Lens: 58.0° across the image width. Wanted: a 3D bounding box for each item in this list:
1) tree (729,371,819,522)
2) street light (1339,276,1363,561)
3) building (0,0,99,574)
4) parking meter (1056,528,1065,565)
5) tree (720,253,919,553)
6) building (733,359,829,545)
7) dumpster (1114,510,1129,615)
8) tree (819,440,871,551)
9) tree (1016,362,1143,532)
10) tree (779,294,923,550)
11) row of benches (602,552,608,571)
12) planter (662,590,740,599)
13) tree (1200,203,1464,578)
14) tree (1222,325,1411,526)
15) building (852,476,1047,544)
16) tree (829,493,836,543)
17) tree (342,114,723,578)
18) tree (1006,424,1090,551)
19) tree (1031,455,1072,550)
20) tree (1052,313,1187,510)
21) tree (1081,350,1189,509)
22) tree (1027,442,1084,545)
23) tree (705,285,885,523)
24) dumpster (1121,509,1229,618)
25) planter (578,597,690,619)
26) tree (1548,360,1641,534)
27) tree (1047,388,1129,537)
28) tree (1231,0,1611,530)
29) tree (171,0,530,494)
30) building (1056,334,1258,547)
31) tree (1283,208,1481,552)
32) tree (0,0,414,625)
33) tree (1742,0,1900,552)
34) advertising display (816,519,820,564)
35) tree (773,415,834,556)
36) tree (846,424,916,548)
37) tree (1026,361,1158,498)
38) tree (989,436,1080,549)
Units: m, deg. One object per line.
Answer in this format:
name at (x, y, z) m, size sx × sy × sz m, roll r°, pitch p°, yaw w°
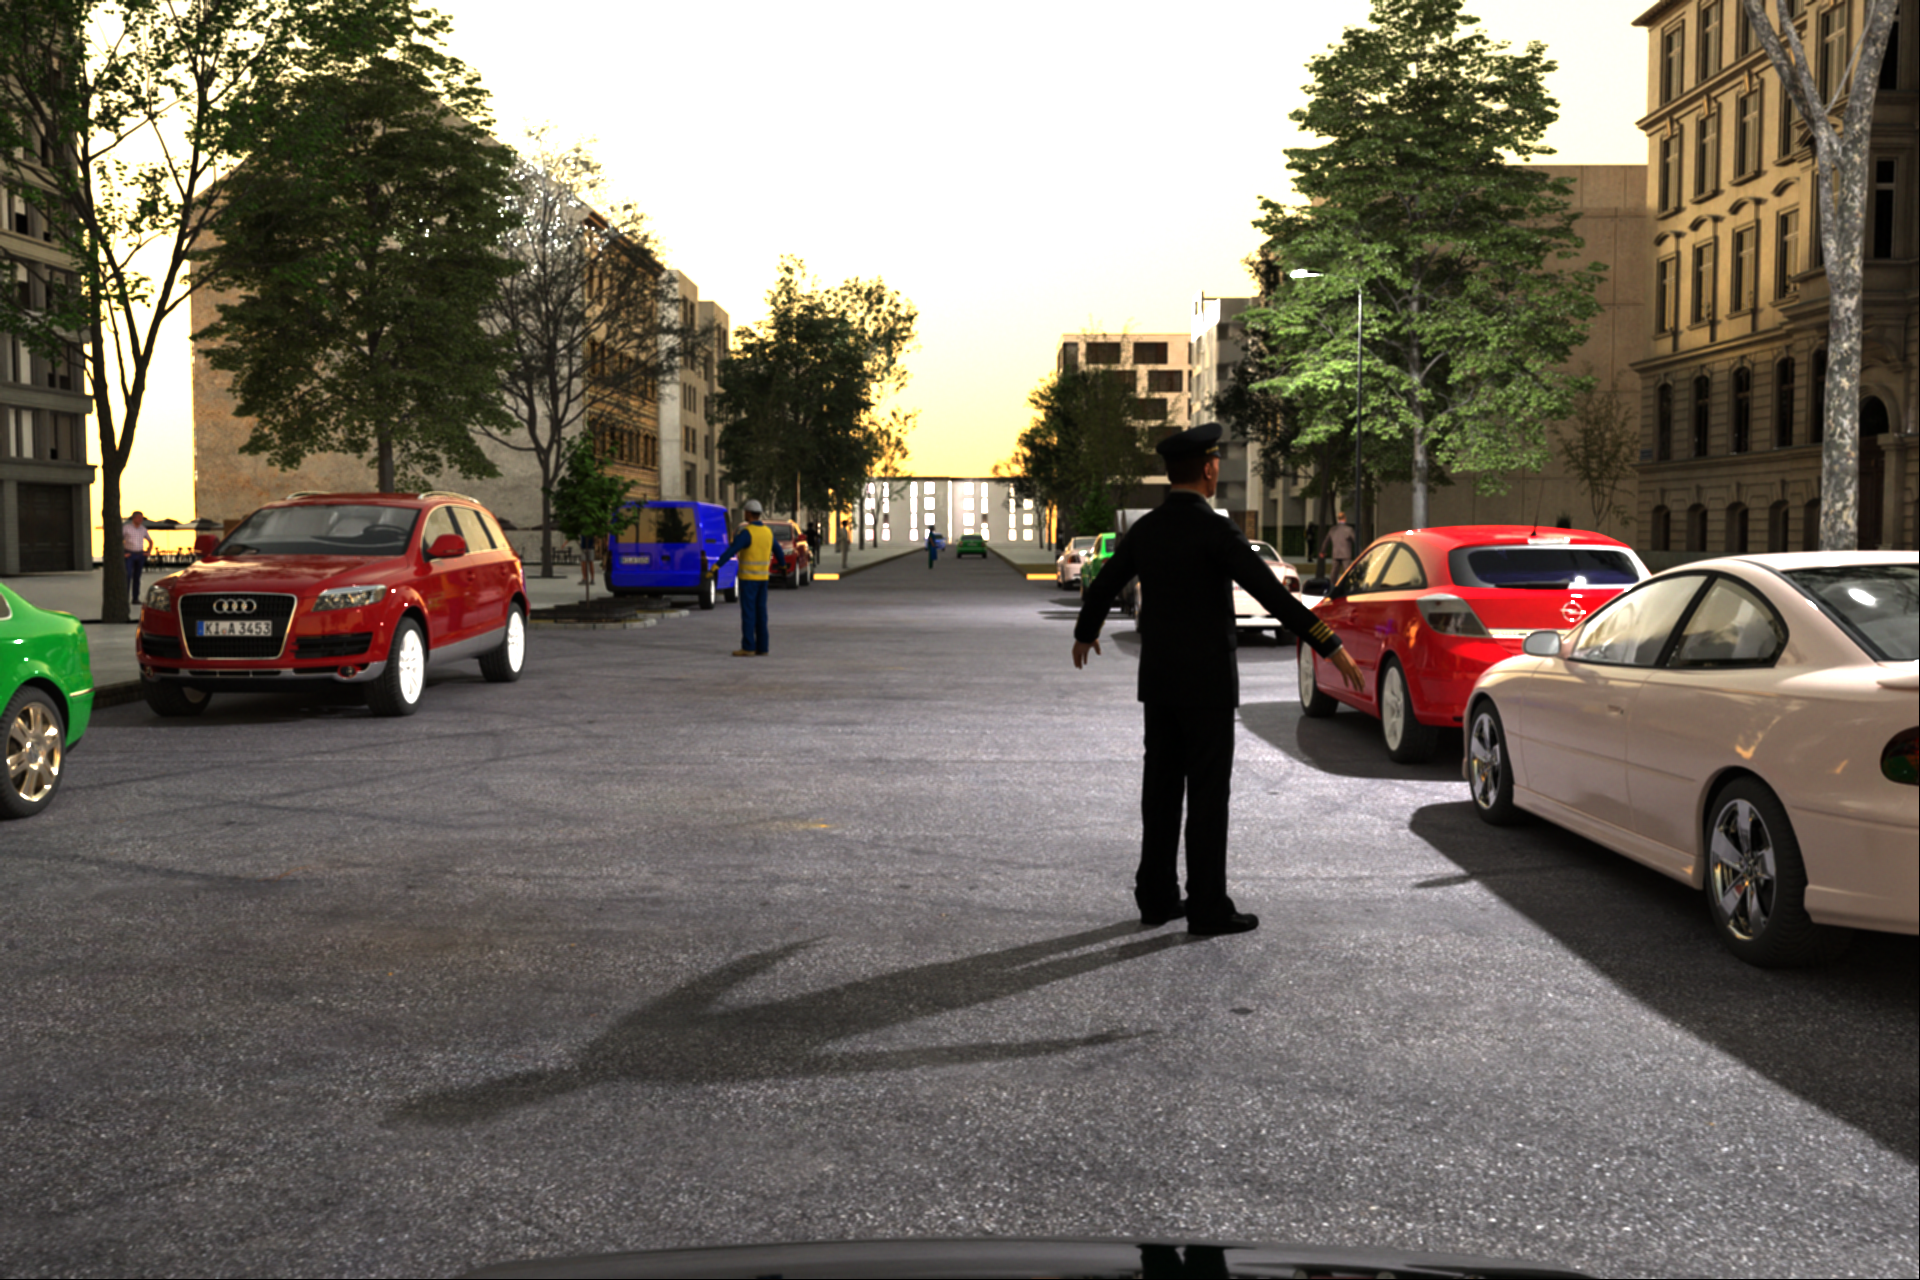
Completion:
tree at (-8.854, -7.841, 78.557) m, size 4.360 × 8.622 × 3.978 m, roll 0°, pitch 3°, yaw 0°
street light at (7.573, -3.546, 30.513) m, size 1.470 × 5.913 × 1.316 m, roll 0°, pitch 3°, yaw 0°
building at (-31.879, -12.248, 46.934) m, size 8.464 × 21.280 × 15.925 m, roll 0°, pitch 4°, yaw 1°
parking meter at (4.203, -3.931, 72.690) m, size 0.372 × 1.533 × 0.369 m, roll 0°, pitch 3°, yaw 0°
tree at (-9.433, -16.034, 118.043) m, size 12.611 × 20.169 × 13.585 m, roll 0°, pitch 3°, yaw 0°
building at (-24.061, -19.862, 191.205) m, size 16.747 × 18.905 × 31.486 m, roll 0°, pitch 4°, yaw 0°
dumpster at (3.685, -1.407, 31.224) m, size 1.865 × 1.857 × 1.264 m, roll 0°, pitch 4°, yaw 1°
tree at (-8.378, -10.911, 128.752) m, size 4.737 × 8.622 × 4.395 m, roll 0°, pitch 3°, yaw 0°
tree at (7.184, -10.888, 103.777) m, size 9.928 × 11.665 × 9.643 m, roll 0°, pitch 3°, yaw 0°
tree at (-9.019, -17.349, 139.546) m, size 12.611 × 20.169 × 13.585 m, roll 0°, pitch 3°, yaw 0°
row of benches at (-11.708, -2.680, 59.284) m, size 1.422 × 0.672 × 4.104 m, roll -1°, pitch 4°, yaw -18°
planter at (-5.789, -1.102, 39.150) m, size 1.991 × 0.319 × 1.994 m, roll 0°, pitch 4°, yaw 1°
tree at (10.224, -6.904, 47.297) m, size 7.601 × 10.594 × 8.767 m, roll -1°, pitch 4°, yaw -13°
tree at (15.293, -8.352, 70.964) m, size 8.767 × 10.594 × 7.601 m, roll -2°, pitch 4°, yaw -32°
building at (-1.353, -18.752, 251.196) m, size 28.070 × 9.664 × 9.099 m, roll 0°, pitch 4°, yaw 4°
tree at (-18.332, -18.235, 248.505) m, size 4.360 × 8.622 × 3.978 m, roll 0°, pitch 3°, yaw 0°
tree at (-12.053, -8.563, 50.367) m, size 12.009 × 13.543 × 11.850 m, roll 0°, pitch 3°, yaw 0°
tree at (7.065, -12.005, 130.700) m, size 7.601 × 10.594 × 8.767 m, roll -3°, pitch 4°, yaw -38°
tree at (7.113, -11.664, 141.061) m, size 4.360 × 8.622 × 3.978 m, roll 0°, pitch 3°, yaw 0°
tree at (4.791, -6.614, 58.497) m, size 4.360 × 8.622 × 3.978 m, roll 0°, pitch 3°, yaw 0°
tree at (6.377, -7.251, 68.919) m, size 4.360 × 8.622 × 3.978 m, roll 0°, pitch 3°, yaw 0°
tree at (6.706, -9.851, 111.430) m, size 4.360 × 8.622 × 3.978 m, roll 0°, pitch 3°, yaw 0°
tree at (-8.635, -11.257, 90.713) m, size 9.857 × 13.997 × 8.962 m, roll 0°, pitch 3°, yaw 0°
dumpster at (3.690, -1.324, 29.856) m, size 1.865 × 1.857 × 1.264 m, roll 0°, pitch 4°, yaw 1°
planter at (-5.793, -0.556, 30.235) m, size 1.991 × 0.319 × 1.994 m, roll 0°, pitch 3°, yaw 0°
tree at (27.030, -7.511, 73.166) m, size 4.360 × 8.622 × 3.978 m, roll 0°, pitch 3°, yaw 0°
tree at (6.601, -8.265, 85.499) m, size 4.737 × 8.622 × 4.395 m, roll 0°, pitch 3°, yaw 0°
tree at (9.287, -7.210, 36.016) m, size 7.486 × 12.596 × 7.792 m, roll 0°, pitch 3°, yaw 0°
tree at (-12.324, -7.206, 35.940) m, size 7.486 × 12.596 × 7.792 m, roll 0°, pitch 3°, yaw 0°
building at (24.579, -21.339, 192.863) m, size 27.936 × 21.610 × 32.646 m, roll 0°, pitch 4°, yaw 1°
tree at (14.586, -8.702, 60.407) m, size 7.486 × 12.596 × 7.792 m, roll 0°, pitch 3°, yaw 0°
tree at (-12.065, -6.054, 24.744) m, size 9.928 × 11.665 × 9.643 m, roll 0°, pitch 3°, yaw 0°
tree at (9.392, -10.066, 20.476) m, size 12.611 × 20.169 × 13.585 m, roll 0°, pitch 3°, yaw 0°
advertising display at (-6.044, -4.194, 73.779) m, size 0.123 × 1.923 × 0.974 m, roll 0°, pitch 4°, yaw -1°
tree at (-8.393, -9.270, 101.929) m, size 4.360 × 8.622 × 3.978 m, roll 0°, pitch 3°, yaw 0°
tree at (-7.886, -14.410, 161.357) m, size 9.928 × 11.665 × 9.643 m, roll 0°, pitch 3°, yaw 0°
tree at (7.118, -9.761, 94.000) m, size 7.601 × 10.594 × 8.767 m, roll -1°, pitch 4°, yaw -16°
tree at (7.026, -13.313, 152.081) m, size 8.767 × 10.594 × 7.601 m, roll -2°, pitch 4°, yaw -28°
